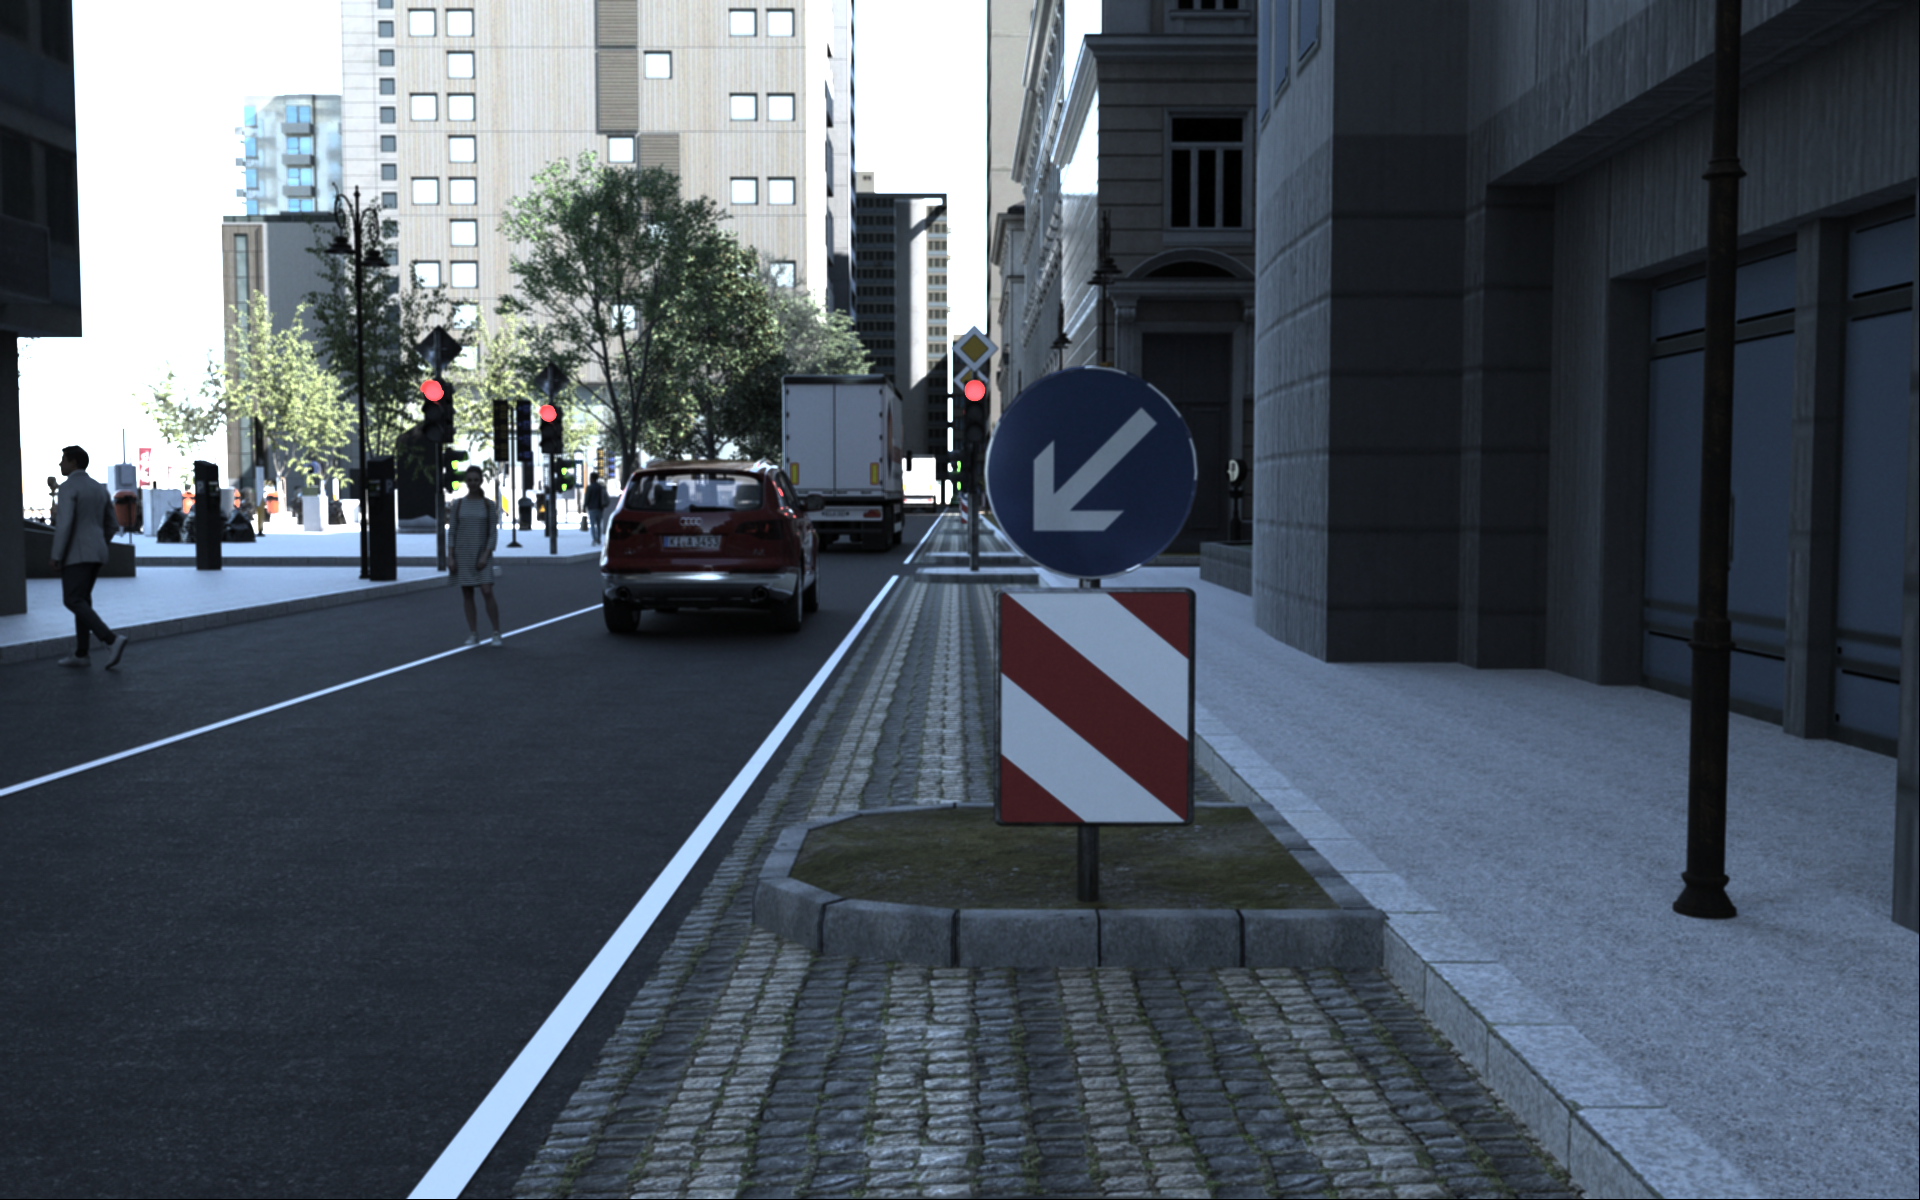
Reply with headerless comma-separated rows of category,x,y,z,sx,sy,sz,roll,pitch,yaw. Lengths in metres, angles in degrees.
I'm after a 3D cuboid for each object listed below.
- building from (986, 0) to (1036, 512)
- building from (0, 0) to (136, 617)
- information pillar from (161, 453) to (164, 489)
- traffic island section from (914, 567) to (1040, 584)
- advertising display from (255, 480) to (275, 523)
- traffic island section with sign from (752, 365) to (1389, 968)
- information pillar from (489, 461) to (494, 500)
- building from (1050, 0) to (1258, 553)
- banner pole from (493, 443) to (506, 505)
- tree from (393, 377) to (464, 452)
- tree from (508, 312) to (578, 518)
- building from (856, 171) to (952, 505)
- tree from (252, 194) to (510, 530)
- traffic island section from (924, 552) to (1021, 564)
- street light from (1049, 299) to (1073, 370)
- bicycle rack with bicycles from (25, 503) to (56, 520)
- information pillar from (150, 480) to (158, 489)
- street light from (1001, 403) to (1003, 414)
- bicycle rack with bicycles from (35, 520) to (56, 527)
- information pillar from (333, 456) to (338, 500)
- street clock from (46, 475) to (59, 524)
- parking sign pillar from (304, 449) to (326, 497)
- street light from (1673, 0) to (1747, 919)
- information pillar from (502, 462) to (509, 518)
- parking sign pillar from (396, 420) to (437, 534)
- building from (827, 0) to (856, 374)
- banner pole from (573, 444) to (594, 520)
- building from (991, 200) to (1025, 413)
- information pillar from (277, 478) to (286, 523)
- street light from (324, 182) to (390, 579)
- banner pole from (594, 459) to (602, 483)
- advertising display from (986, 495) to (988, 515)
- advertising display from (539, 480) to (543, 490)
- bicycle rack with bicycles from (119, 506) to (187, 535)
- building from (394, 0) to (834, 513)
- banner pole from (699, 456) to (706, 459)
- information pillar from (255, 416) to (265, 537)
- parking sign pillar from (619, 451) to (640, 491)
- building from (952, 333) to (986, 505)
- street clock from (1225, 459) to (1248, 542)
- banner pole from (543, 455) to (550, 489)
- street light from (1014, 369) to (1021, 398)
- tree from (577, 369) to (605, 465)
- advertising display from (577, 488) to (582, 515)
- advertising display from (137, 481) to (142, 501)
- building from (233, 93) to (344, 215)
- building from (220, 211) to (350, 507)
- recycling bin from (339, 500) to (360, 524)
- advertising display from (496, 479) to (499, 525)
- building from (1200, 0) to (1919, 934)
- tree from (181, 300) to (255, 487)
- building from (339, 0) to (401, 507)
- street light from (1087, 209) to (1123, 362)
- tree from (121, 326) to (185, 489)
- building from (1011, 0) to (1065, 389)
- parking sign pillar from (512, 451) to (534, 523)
building,12.789,-31.050,131.369,21.300,48.544,21.600,0,3,0
building,-21.233,-19.558,11.658,23.993,40.220,32.217,0,3,0
information pillar,-45.719,-6.604,99.335,0.183,3.616,0.504,-2,4,-30
traffic island section,0.263,-0.408,28.955,2.009,0.180,2.903,0,3,0
advertising display,-30.776,-4.376,76.755,0.123,1.923,0.974,2,4,29
traffic island section with sign,0.302,0.152,6.149,1.989,1.847,2.006,0,3,0
information pillar,-29.956,-7.302,110.734,0.183,3.616,0.504,0,4,4
building,12.561,-15.703,42.654,20.117,28.700,13.634,0,3,0
banner pole,-22.279,-5.731,83.722,0.863,3.779,0.401,1,4,21
tree,-33.034,-9.674,108.524,4.360,8.622,3.978,0,3,0
tree,-17.183,-6.928,63.641,4.737,8.622,4.395,0,3,0
building,-12.978,-31.740,210.834,23.993,40.220,32.217,0,3,0
tree,-14.363,-5.658,42.864,4.737,8.622,4.395,0,3,0
traffic island section,0.252,-0.897,36.940,2.009,0.180,2.903,0,3,0
street light,2.396,-4.187,41.251,0.468,5.910,1.993,0,3,0
bicycle rack with bicycles,-52.857,-5.107,96.878,2.852,0.926,2.925,2,4,25
information pillar,-41.555,-5.188,89.317,0.304,2.012,0.304,-3,5,-43
street light,2.134,-7.020,87.557,0.468,5.910,1.993,0,3,0
bicycle rack with bicycles,-25.356,-2.137,48.315,2.925,0.926,2.852,-2,4,-33
information pillar,-35.632,-6.575,98.861,0.183,3.616,0.504,0,3,0
street clock,-35.289,-3.839,67.340,0.358,2.002,0.471,0,4,-5
parking sign pillar,-38.092,-6.959,102.254,1.447,3.967,1.447,2,4,26
street light,2.284,-1.978,5.135,0.468,5.910,1.993,0,3,0
information pillar,-24.777,-6.306,94.450,0.183,3.616,0.504,2,4,35
parking sign pillar,-17.671,-4.155,56.413,1.447,3.967,1.447,-1,4,-18
building,-24.824,-38.766,175.830,28.212,58.520,21.231,0,3,0
banner pole,-19.041,-5.949,87.276,0.863,3.779,0.401,-1,4,-13
building,7.277,-14.555,102.598,10.561,19.102,19.286,0,3,0
information pillar,-30.428,-4.475,77.657,0.304,2.012,0.304,-2,4,-31
street light,-9.032,-3.261,26.110,0.468,5.910,1.993,0,3,0
banner pole,-22.436,-7.183,107.451,0.401,3.779,0.863,2,4,34
advertising display,1.642,-6.142,105.640,0.123,1.923,0.974,0,4,2
advertising display,-19.807,-4.689,81.884,0.123,1.923,0.974,-1,4,-9
bicycle rack with bicycles,-25.541,-2.553,55.123,2.852,0.926,2.925,3,5,41
building,-23.356,-32.810,125.688,28.713,52.752,27.495,0,3,0
banner pole,-14.654,-6.580,97.596,0.863,3.779,0.401,0,4,1
information pillar,-21.198,-3.736,52.440,0.183,3.616,0.504,0,4,-3
parking sign pillar,-20.776,-7.373,109.026,1.447,3.967,1.447,1,4,11
building,13.504,-22.290,209.478,28.899,21.520,27.650,0,3,0
street clock,5.745,-1.926,36.057,0.358,2.002,0.471,-2,4,-28
banner pole,-23.193,-6.585,97.686,0.863,3.779,0.401,2,4,26
street light,2.212,-5.603,64.389,0.468,5.910,1.993,0,3,0
tree,-21.584,-8.824,94.640,4.737,8.622,4.395,0,3,0
advertising display,-23.816,-6.313,108.431,0.123,1.923,0.974,0,4,-3
advertising display,-39.280,-4.750,82.870,0.123,1.923,0.974,-2,4,-34
building,-68.421,-35.916,206.834,30.456,49.044,23.786,0,3,0
building,-67.180,-25.031,180.956,14.107,30.474,14.160,0,3,0
recycling bin,-26.516,-3.829,75.163,0.722,1.027,0.722,-2,4,-34
advertising display,-19.369,-4.133,72.783,0.123,1.923,0.974,0,4,-8
building,13.272,-28.832,13.405,21.231,58.520,28.212,0,3,0
tree,-24.494,-6.835,62.117,4.737,8.622,4.395,0,3,0
building,-49.238,-45.177,176.893,20.611,71.187,20.563,0,3,0
street light,2.357,-3.402,28.410,0.468,5.910,1.993,0,3,0
tree,-34.686,-7.715,76.502,4.737,8.622,4.395,0,3,0
building,8.514,-15.048,82.199,11.583,22.565,21.152,0,3,0
parking sign pillar,-19.600,-5.504,78.455,1.447,3.967,1.447,-1,4,-18
